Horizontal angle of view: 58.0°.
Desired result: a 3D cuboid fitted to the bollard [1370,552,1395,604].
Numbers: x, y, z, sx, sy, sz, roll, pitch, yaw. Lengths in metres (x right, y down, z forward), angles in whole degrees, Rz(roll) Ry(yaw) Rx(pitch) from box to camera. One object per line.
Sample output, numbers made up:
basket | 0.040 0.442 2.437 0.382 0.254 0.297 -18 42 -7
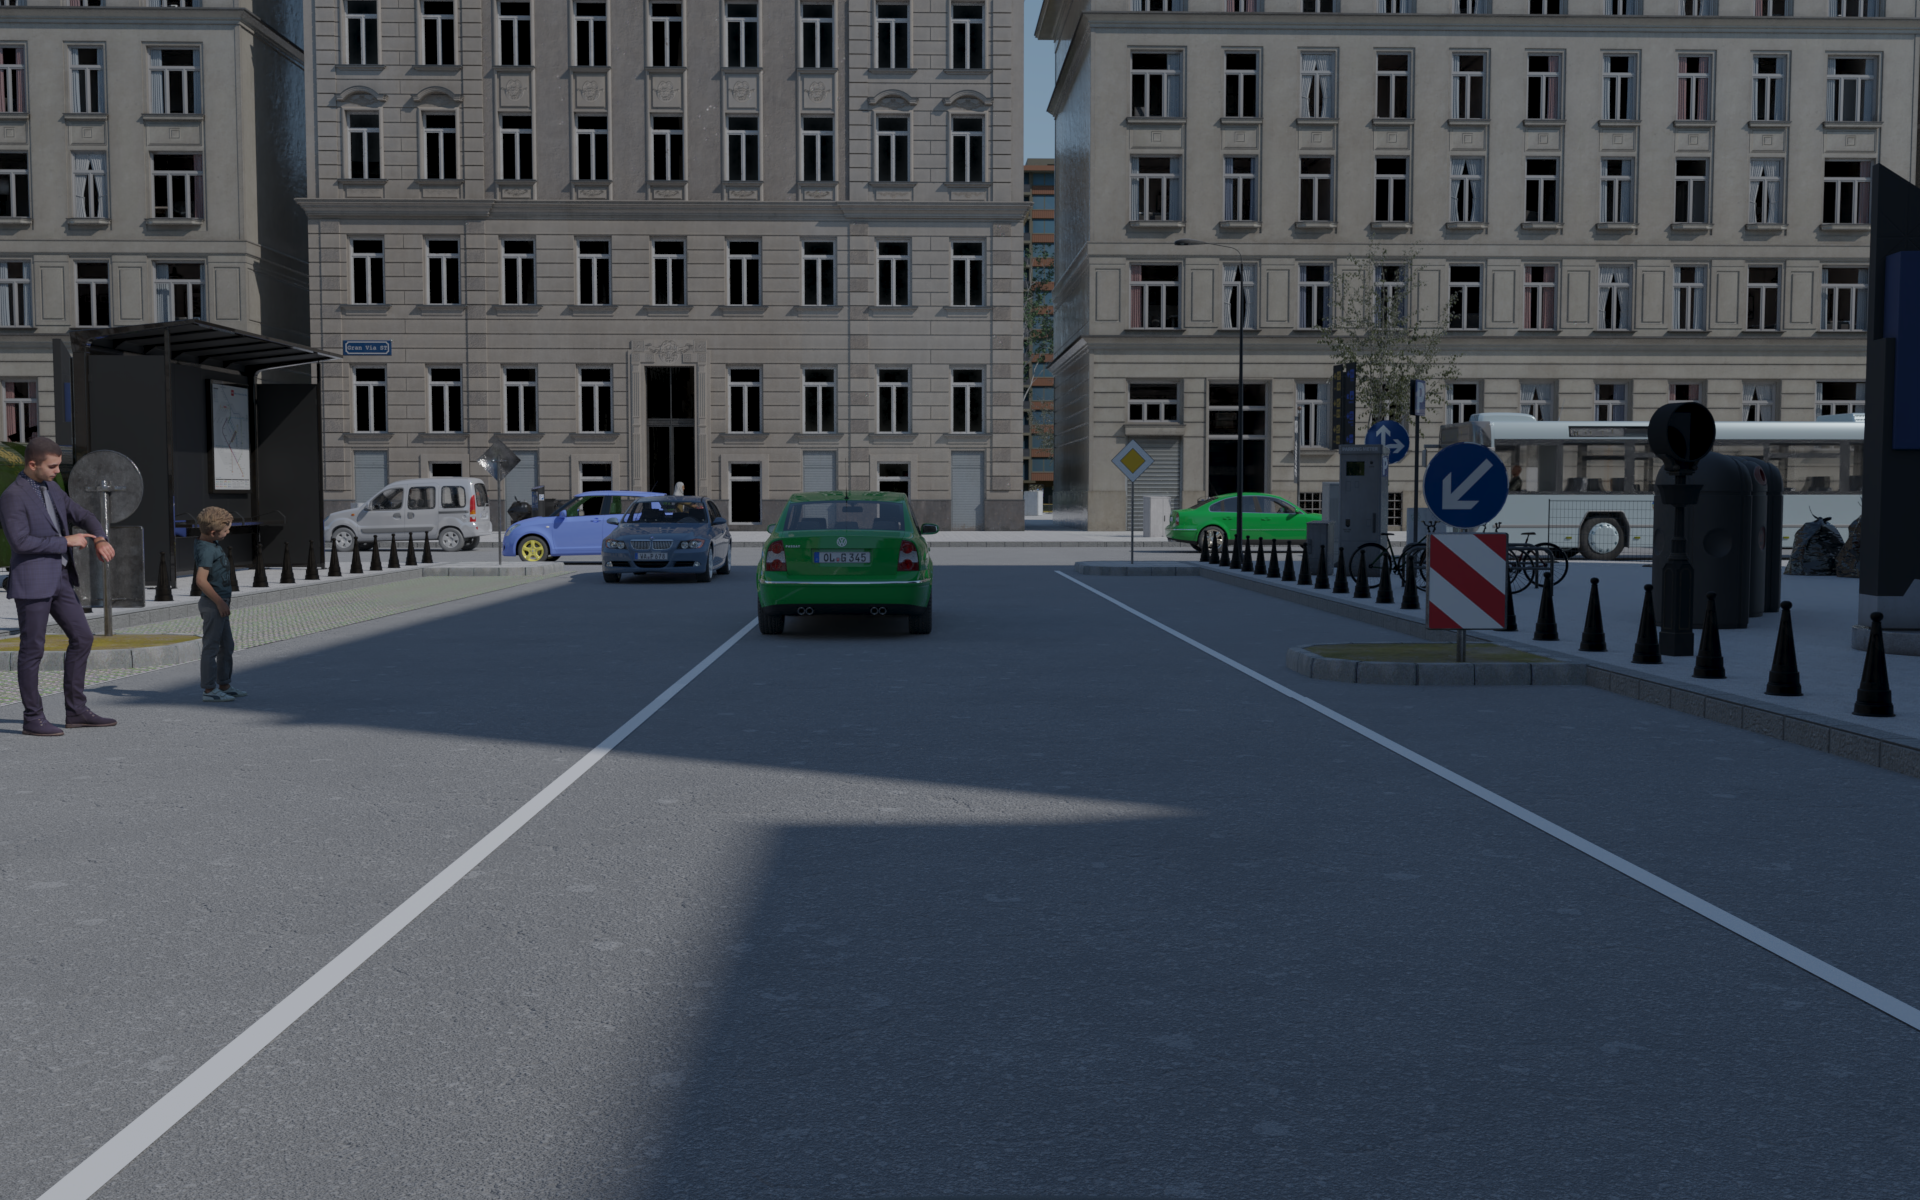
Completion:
bollard | 4.999 -0.264 20.354 0.229 0.601 0.229 0 3 0

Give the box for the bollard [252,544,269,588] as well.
bollard | -9.630 -0.476 23.828 0.229 0.601 0.229 0 3 0

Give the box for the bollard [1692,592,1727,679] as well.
bollard | 5.241 0.241 12.097 0.229 0.601 0.229 0 3 0

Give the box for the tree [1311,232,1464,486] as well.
tree | 12.176 -6.077 49.728 4.360 8.622 3.978 0 3 0

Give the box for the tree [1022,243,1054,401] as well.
tree | 4.933 -16.704 128.993 12.611 20.169 13.585 0 3 0

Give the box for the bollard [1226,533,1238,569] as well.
bollard | 4.727 -0.833 29.654 0.229 0.601 0.229 0 3 0

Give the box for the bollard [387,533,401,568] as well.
bollard | -9.816 -0.855 30.016 0.229 0.601 0.229 0 3 0

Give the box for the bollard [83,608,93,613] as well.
bollard | -9.480 -0.161 18.675 0.229 0.601 0.229 0 3 0

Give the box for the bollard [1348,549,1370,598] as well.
bollard | 4.970 -0.327 21.388 0.229 0.601 0.229 0 3 0

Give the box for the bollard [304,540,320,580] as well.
bollard | -9.693 -0.603 25.897 0.229 0.601 0.229 0 3 0

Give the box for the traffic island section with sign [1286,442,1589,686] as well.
traffic island section with sign | 3.709 -0.323 13.912 1.989 1.847 2.006 0 4 -2

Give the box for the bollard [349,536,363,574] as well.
bollard | -9.749 -0.729 27.964 0.229 0.601 0.229 0 3 0

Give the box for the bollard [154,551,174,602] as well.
bollard | -9.542 -0.287 20.739 0.229 0.601 0.229 0 3 0

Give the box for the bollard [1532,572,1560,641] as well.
bollard | 5.152 0.051 15.206 0.229 0.601 0.229 0 3 0

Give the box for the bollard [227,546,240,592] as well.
bollard | -9.604 -0.413 22.792 0.229 0.601 0.229 0 3 0

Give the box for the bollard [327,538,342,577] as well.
bollard | -9.727 -0.666 26.927 0.229 0.601 0.229 0 3 0

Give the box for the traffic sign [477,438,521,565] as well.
traffic sign | -8.339 -1.695 31.353 0.795 2.450 0.064 0 4 -2

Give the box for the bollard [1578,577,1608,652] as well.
bollard | 5.183 0.115 14.159 0.229 0.601 0.229 0 3 0

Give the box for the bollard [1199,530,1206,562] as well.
bollard | 4.641 -1.022 32.756 0.229 0.601 0.229 0 3 0

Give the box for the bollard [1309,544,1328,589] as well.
bollard | 4.908 -0.453 23.451 0.229 0.601 0.229 0 3 0

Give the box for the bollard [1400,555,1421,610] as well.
bollard | 5.031 -0.201 19.325 0.229 0.601 0.229 0 3 0

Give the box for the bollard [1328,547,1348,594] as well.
bollard | 4.937 -0.390 22.425 0.229 0.601 0.229 0 3 0

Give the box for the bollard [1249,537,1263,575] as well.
bollard | 4.788 -0.706 27.584 0.229 0.601 0.229 0 3 0

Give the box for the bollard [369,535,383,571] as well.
bollard | -9.781 -0.792 28.990 0.229 0.601 0.229 0 3 0

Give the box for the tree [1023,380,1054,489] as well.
tree | 5.971 -9.038 98.135 4.360 8.622 3.978 0 3 0

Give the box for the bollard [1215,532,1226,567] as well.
bollard | 4.698 -0.896 30.689 0.229 0.601 0.229 0 3 0

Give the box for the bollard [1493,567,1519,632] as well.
bollard | 5.121 -0.012 16.232 0.229 0.601 0.229 0 3 0

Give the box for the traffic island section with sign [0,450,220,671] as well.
traffic island section with sign | -7.566 -0.383 14.885 1.989 1.847 2.006 0 4 -2

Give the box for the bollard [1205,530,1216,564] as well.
bollard | 4.668 -0.960 31.729 0.229 0.601 0.229 0 3 0

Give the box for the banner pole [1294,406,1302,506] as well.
banner pole | 9.570 -3.620 49.197 0.401 3.779 0.863 1 4 23

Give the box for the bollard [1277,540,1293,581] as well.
bollard | 4.850 -0.580 25.530 0.229 0.601 0.229 0 3 0

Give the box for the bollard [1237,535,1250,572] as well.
bollard | 4.756 -0.769 28.623 0.229 0.601 0.229 0 3 0

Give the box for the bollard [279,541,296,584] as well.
bollard | -9.663 -0.540 24.870 0.229 0.601 0.229 0 3 0

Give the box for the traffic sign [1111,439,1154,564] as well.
traffic sign | 3.151 -1.714 31.669 0.795 2.450 0.064 0 4 -2

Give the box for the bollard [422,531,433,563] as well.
bollard | -9.876 -0.981 32.086 0.229 0.601 0.229 0 3 0

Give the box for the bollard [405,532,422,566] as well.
bollard | -9.846 -0.918 31.059 0.229 0.601 0.229 0 3 0

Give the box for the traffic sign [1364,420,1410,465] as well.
traffic sign | 7.356 -1.823 29.914 0.768 2.556 0.104 0 4 7

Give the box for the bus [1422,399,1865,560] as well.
bus | 16.341 -2.624 37.758 13.247 3.499 2.948 0 4 -2

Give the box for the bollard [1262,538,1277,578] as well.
bollard | 4.815 -0.643 26.558 0.229 0.601 0.229 0 3 0

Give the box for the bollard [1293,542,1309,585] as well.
bollard | 4.878 -0.516 24.480 0.229 0.601 0.229 0 3 0

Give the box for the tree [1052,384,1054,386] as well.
tree | 5.967 -7.768 77.362 4.737 8.622 4.395 0 3 0

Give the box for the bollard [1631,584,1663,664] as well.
bollard | 5.216 0.178 13.133 0.229 0.601 0.229 0 3 0

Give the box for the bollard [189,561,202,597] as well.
bollard | -9.573 -0.350 21.766 0.229 0.601 0.229 0 3 0
